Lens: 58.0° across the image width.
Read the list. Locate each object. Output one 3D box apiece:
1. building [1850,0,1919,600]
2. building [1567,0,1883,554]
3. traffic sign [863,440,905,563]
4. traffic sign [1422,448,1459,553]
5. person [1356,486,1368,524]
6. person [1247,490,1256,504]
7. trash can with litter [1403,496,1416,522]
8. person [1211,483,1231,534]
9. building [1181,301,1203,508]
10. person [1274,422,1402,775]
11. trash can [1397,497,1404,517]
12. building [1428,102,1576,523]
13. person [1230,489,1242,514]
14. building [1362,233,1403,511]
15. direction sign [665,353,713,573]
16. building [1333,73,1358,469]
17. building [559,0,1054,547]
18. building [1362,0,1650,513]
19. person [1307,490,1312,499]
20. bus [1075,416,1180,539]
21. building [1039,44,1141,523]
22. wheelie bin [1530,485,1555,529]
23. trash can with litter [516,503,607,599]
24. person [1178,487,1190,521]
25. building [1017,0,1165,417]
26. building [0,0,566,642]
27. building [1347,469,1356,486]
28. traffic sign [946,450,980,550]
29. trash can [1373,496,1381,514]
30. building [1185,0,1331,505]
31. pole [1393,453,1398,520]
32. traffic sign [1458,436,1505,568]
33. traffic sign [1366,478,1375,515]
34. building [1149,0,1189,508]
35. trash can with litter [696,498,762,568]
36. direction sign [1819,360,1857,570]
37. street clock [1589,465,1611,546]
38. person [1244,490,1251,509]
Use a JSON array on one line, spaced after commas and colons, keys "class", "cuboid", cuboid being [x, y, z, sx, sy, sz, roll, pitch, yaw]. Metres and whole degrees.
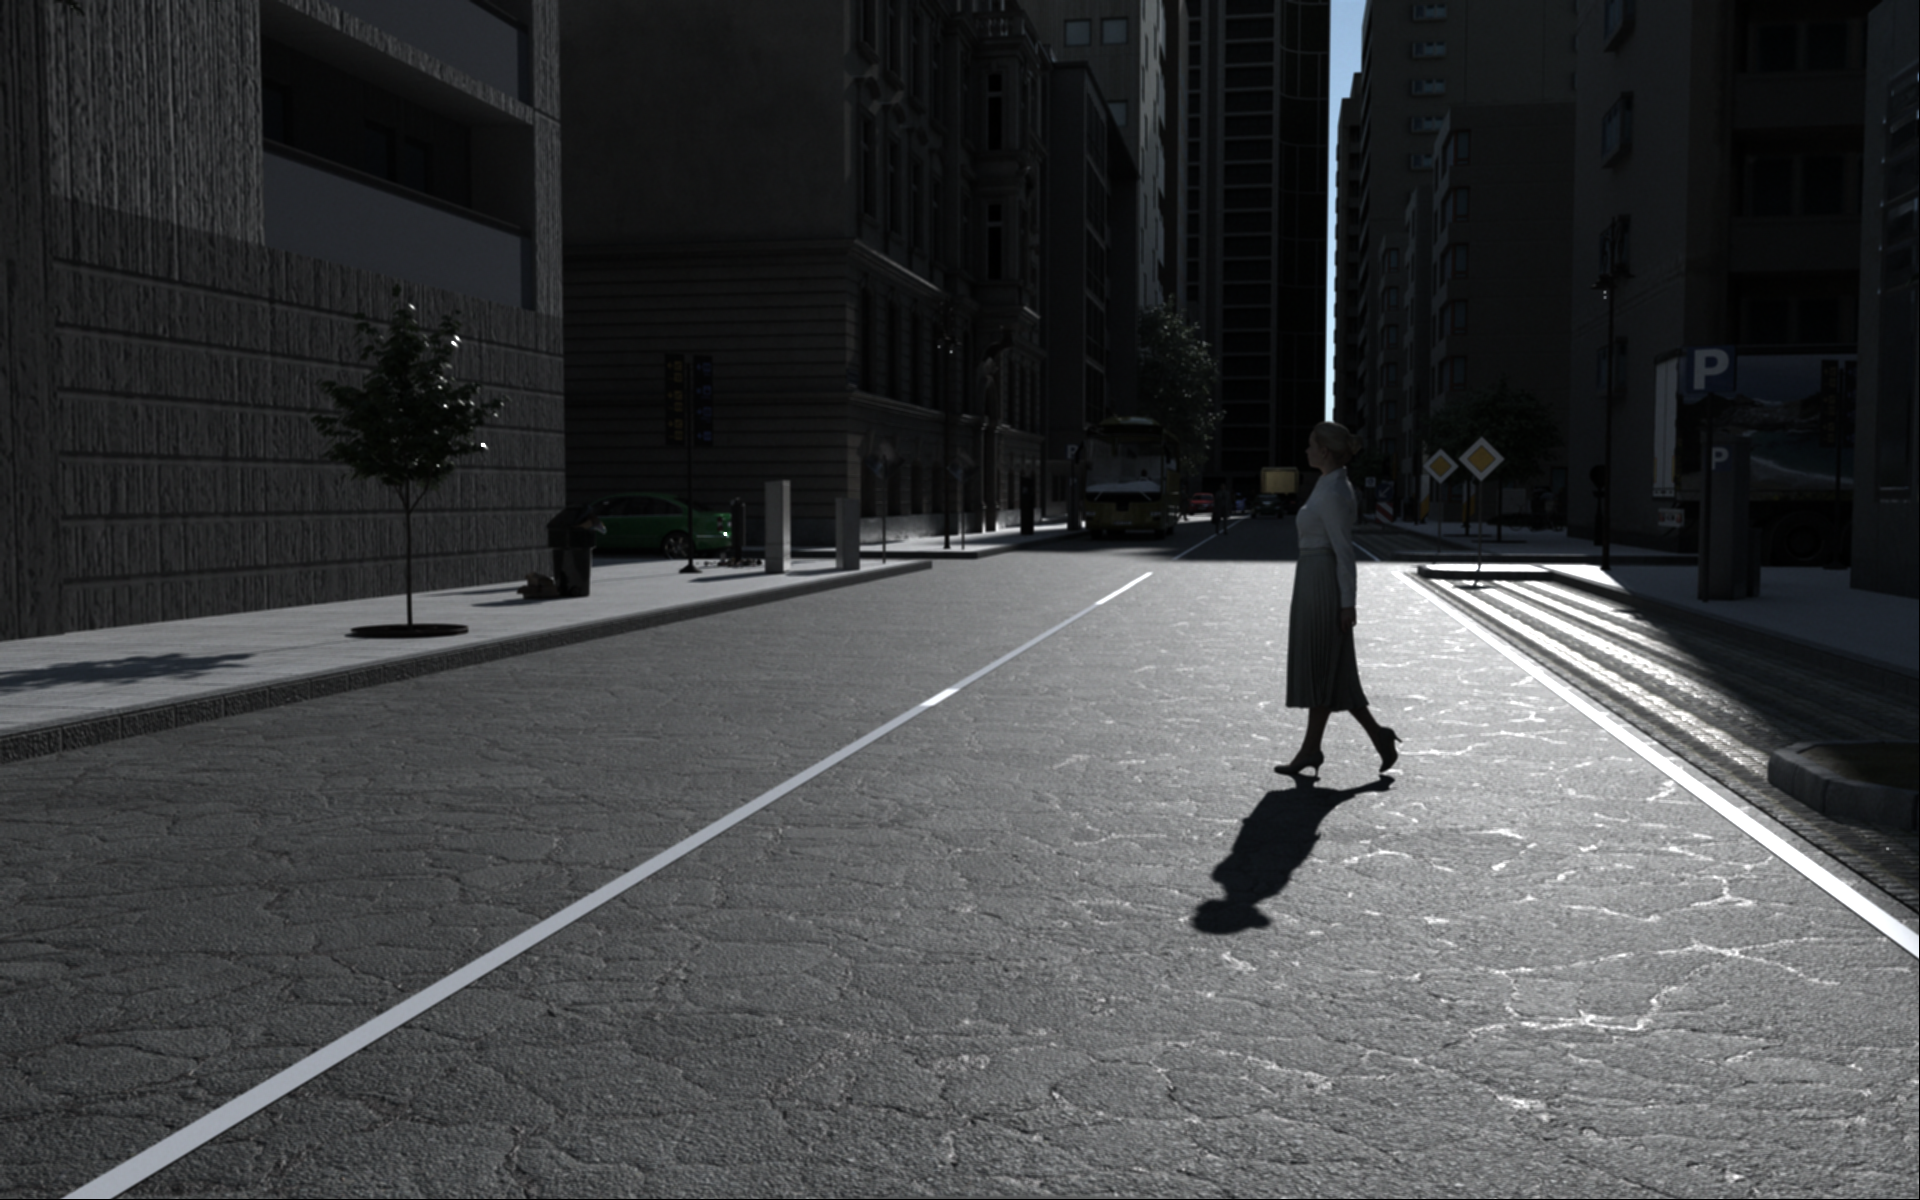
[{"class": "building", "cuboid": [20.260, -42.267, 3.731, 22.319, 86.520, 31.000, 1, 4, 11]}, {"class": "building", "cuboid": [27.758, -25.729, 44.370, 21.600, 48.544, 21.300, 1, 4, 11]}, {"class": "traffic sign", "cuboid": [-1.399, -1.732, 31.956, 0.795, 2.450, 0.064, 1, 4, 11]}, {"class": "traffic sign", "cuboid": [10.482, -2.092, 37.840, 0.795, 2.450, 0.064, 1, 4, 11]}, {"class": "person", "cuboid": [18.805, -4.463, 81.594, 0.853, 1.813, 0.709, 0, 4, -8]}, {"class": "person", "cuboid": [25.260, -8.602, 149.282, 1.348, 1.807, 0.705, -2, 4, -29]}, {"class": "trash can with litter", "cuboid": [20.617, -4.154, 79.305, 0.624, 1.170, 1.055, 1, 4, 9]}, {"class": "person", "cuboid": [9.299, -3.236, 61.517, 0.694, 1.812, 0.767, 0, 4, -2]}, {"class": "building", "cuboid": [9.604, -20.313, 177.165, 28.899, 21.520, 27.650, 1, 4, 11]}, {"class": "person", "cuboid": [1.937, -0.006, 8.823, 0.641, 1.798, 0.478, 2, 4, 25]}, {"class": "trash can", "cuboid": [24.587, -5.213, 96.882, 0.748, 1.137, 0.748, 0, 3, 0]}, {"class": "building", "cuboid": [38.079, -14.936, 89.240, 27.650, 21.520, 28.899, 1, 4, 11]}, {"class": "person", "cuboid": [19.603, -7.081, 124.376, 1.348, 1.812, 0.705, 1, 4, 18]}, {"class": "building", "cuboid": [44.345, -17.218, 126.560, 27.650, 21.520, 28.899, 1, 4, 11]}, {"class": "direction sign", "cuboid": [-4.398, -2.213, 28.183, 0.876, 3.537, 0.379, -3, 5, -40]}, {"class": "building", "cuboid": [54.546, -35.334, 201.405, 21.600, 48.544, 21.300, 1, 4, 11]}, {"class": "building", "cuboid": [-4.648, -14.667, 58.886, 14.460, 24.649, 34.723, 1, 4, 11]}, {"class": "building", "cuboid": [46.244, -32.279, 151.464, 21.300, 48.544, 21.600, 1, 4, 11]}, {"class": "person", "cuboid": [34.754, -9.999, 171.989, 0.705, 1.823, 1.348, -1, 4, -10]}, {"class": "bus", "cuboid": [5.904, -4.086, 58.350, 2.896, 3.916, 12.252, 1, 4, 9]}, {"class": "building", "cuboid": [1.118, -16.632, 90.996, 14.314, 24.678, 30.058, 1, 4, 11]}, {"class": "wheelie bin", "cuboid": [21.131, -3.358, 62.810, 0.693, 1.594, 0.980, -3, 4, -37]}, {"class": "trash can with litter", "cuboid": [-4.945, -0.617, 21.475, 0.624, 1.170, 1.055, 2, 4, 32]}, {"class": "person", "cuboid": [11.794, -5.087, 91.637, 0.822, 1.834, 0.622, -1, 4, -15]}, {"class": "building", "cuboid": [1.110, -33.053, 129.648, 28.713, 52.752, 27.495, 1, 4, 11]}, {"class": "building", "cuboid": [-20.749, -29.450, 23.503, 28.212, 58.520, 21.231, 1, 4, 11]}, {"class": "building", "cuboid": [49.042, -44.858, 171.682, 20.563, 71.187, 20.611, 1, 4, 11]}, {"class": "traffic sign", "cuboid": [0.073, -2.212, 39.805, 0.795, 2.450, 0.064, 1, 4, 11]}, {"class": "trash can", "cuboid": [25.903, -5.828, 106.937, 0.748, 1.137, 0.748, 0, 3, 0]}, {"class": "building", "cuboid": [32.972, -46.870, 204.581, 20.611, 71.187, 20.563, 1, 4, 11]}, {"class": "pole", "cuboid": [21.347, -5.575, 85.002, 0.158, 3.312, 0.155, 0, 3, 0]}, {"class": "traffic sign", "cuboid": [9.011, -1.612, 29.991, 0.795, 2.450, 0.064, 1, 4, 11]}, {"class": "traffic sign", "cuboid": [24.962, -6.312, 105.334, 0.606, 2.300, 0.079, 1, 4, 18]}, {"class": "building", "cuboid": [12.190, -30.512, 148.975, 14.600, 45.320, 14.200, 1, 4, 11]}, {"class": "trash can with litter", "cuboid": [-4.123, -1.222, 31.045, 1.678, 1.210, 2.233, 0, 4, -1]}, {"class": "direction sign", "cuboid": [14.922, -2.289, 29.415, 0.876, 3.537, 0.379, -1, 4, -21]}, {"class": "street clock", "cuboid": [15.837, -2.345, 42.905, 0.471, 2.002, 0.358, 1, 4, 11]}, {"class": "person", "cuboid": [27.518, -9.521, 164.304, 1.348, 1.807, 0.705, 2, 4, 30]}]
